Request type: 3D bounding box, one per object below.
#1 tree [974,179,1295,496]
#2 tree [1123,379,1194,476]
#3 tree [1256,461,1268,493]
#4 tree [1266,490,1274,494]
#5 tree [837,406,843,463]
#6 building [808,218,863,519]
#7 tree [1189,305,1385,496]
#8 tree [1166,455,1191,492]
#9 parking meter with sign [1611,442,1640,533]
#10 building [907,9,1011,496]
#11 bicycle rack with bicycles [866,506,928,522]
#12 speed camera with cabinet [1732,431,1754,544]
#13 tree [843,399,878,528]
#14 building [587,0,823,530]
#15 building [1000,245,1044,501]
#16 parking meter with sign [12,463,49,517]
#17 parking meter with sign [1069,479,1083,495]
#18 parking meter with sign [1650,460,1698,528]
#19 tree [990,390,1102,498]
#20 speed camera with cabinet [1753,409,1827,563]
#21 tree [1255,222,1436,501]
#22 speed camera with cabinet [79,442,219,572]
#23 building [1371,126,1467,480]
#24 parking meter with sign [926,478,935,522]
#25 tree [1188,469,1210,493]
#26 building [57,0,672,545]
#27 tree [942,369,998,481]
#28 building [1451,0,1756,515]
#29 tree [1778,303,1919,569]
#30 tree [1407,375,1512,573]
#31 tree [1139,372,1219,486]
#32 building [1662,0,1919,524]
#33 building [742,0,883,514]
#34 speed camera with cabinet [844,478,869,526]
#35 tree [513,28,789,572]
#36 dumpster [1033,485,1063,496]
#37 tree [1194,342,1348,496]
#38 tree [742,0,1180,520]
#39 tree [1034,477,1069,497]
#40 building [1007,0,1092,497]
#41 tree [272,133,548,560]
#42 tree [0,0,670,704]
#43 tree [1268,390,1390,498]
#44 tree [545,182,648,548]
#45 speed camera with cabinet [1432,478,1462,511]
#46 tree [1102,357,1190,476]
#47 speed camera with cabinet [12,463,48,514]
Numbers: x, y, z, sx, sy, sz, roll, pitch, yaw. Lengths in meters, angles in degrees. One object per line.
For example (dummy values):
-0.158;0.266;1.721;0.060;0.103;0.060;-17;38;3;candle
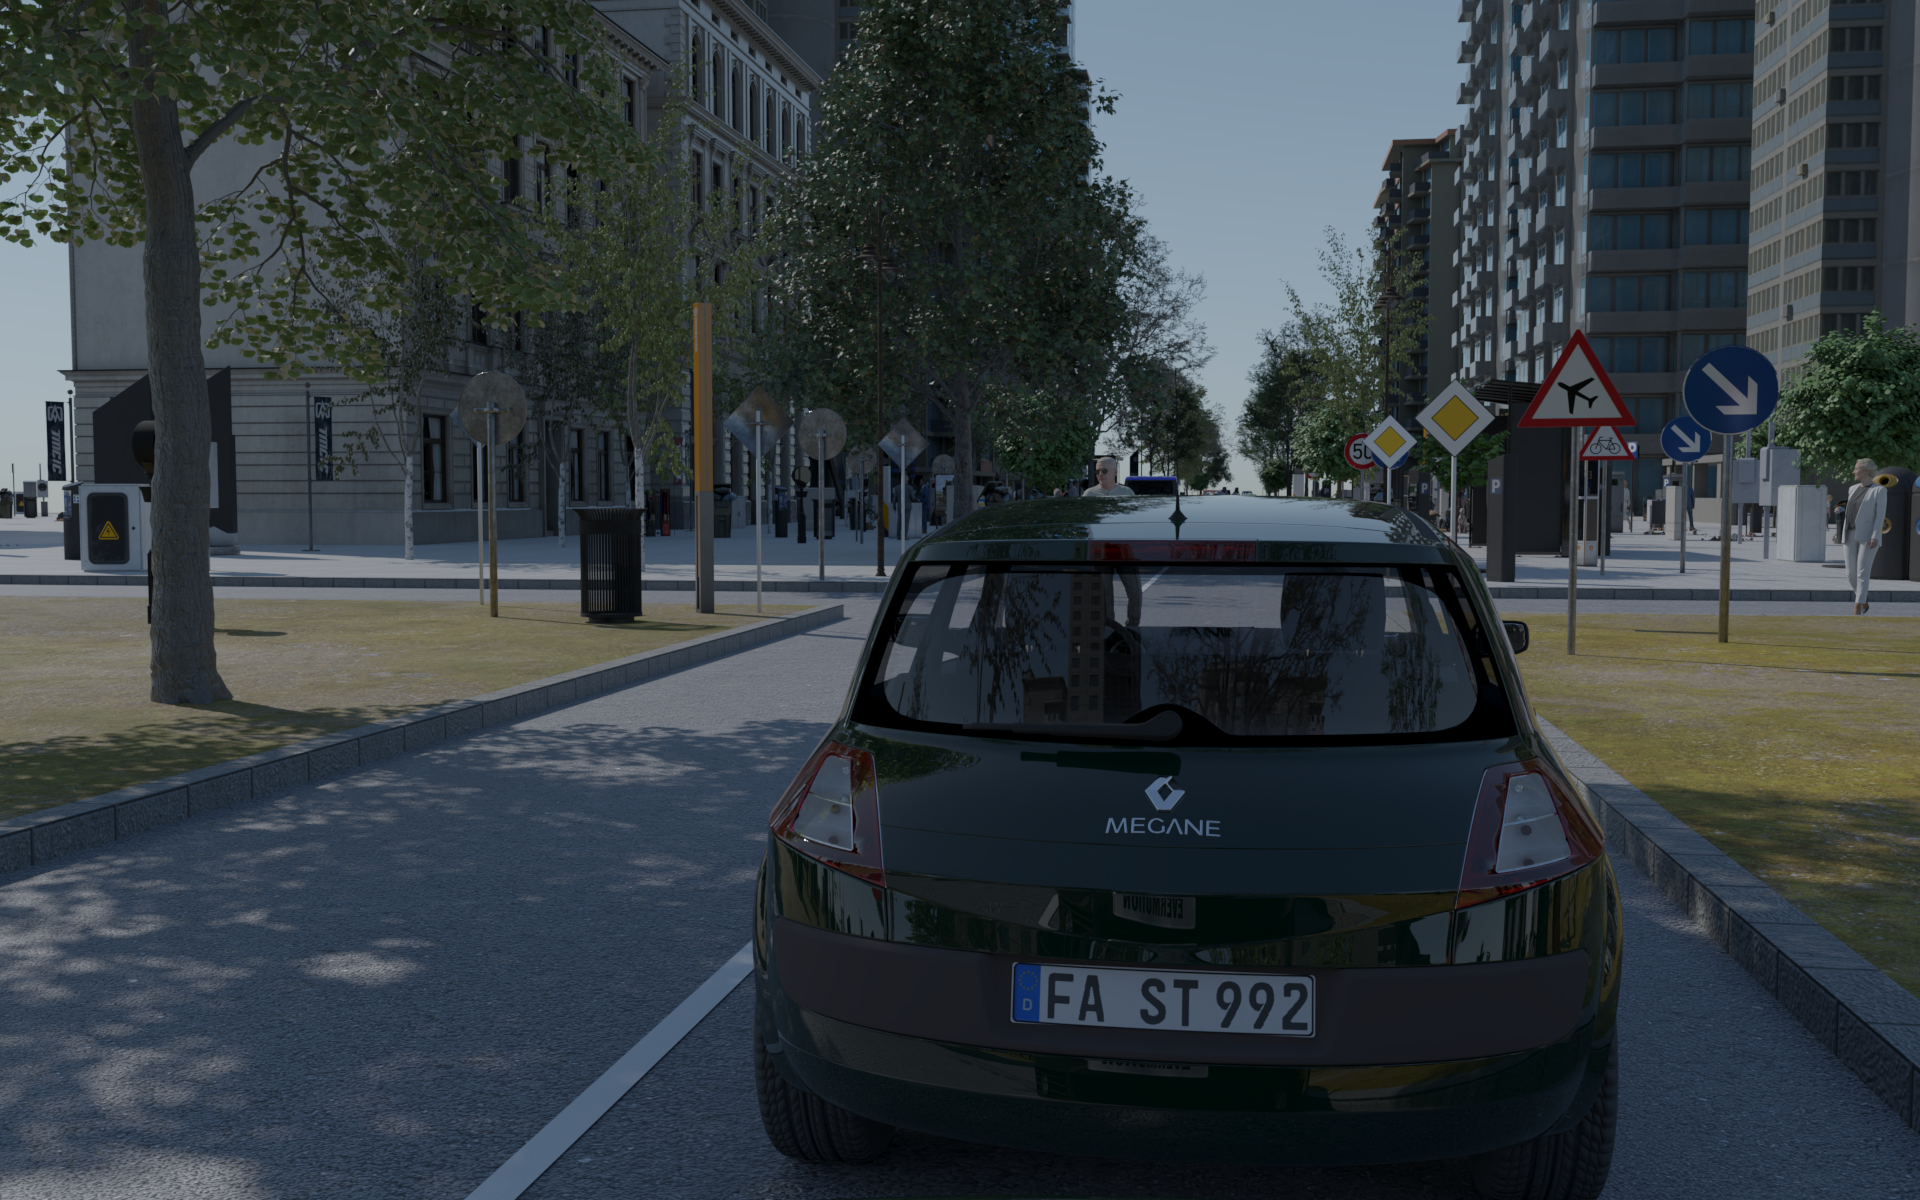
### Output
5.215;-9.637;67.934;12.009;13.543;11.850;0;3;0;tree
16.959;-13.269;142.709;9.928;11.665;9.643;0;3;0;tree
25.237;-9.406;137.503;4.285;4.588;4.351;0;3;0;tree
41.687;-14.587;233.092;1.663;3.219;1.824;0;3;0;tree
-6.420;-6.468;56.108;4.737;8.622;4.395;0;3;0;tree
-13.621;-13.625;90.213;16.820;18.784;16.811;1;4;9;building
17.210;-9.187;84.621;7.601;10.594;8.767;-3;5;-41;tree
25.417;-15.085;196.996;4.360;8.622;3.978;0;3;0;tree
21.630;-3.746;57.513;1.738;3.016;0.543;-1;4;-17;parking meter with sign
-7.359;-29.815;142.099;22.147;44.769;28.867;1;4;9;building
-2.711;-3.704;73.936;2.925;0.926;2.852;0;4;-6;bicycle rack with bicycles
20.822;-3.042;44.074;2.038;3.252;0.660;3;4;36;speed camera with cabinet
-4.253;-7.023;65.186;4.737;8.622;4.395;0;3;0;tree
-13.142;-14.833;71.402;11.050;23.489;19.941;1;4;9;building
-0.946;-31.890;213.278;32.217;40.220;23.993;1;4;9;building
-52.901;-6.257;98.556;1.738;3.016;0.543;-2;4;-24;parking meter with sign
5.998;-5.671;88.977;1.738;3.016;0.543;0;4;-6;parking meter with sign
27.062;-4.249;65.733;1.738;3.016;0.543;-1;4;-16;parking meter with sign
2.393;-4.009;49.264;4.285;4.588;4.351;0;3;0;tree
16.013;-2.383;33.290;0.660;3.252;2.038;0;4;6;speed camera with cabinet
10.671;-5.860;46.168;4.737;8.622;4.395;0;3;0;tree
-13.440;-2.101;28.686;2.038;3.252;0.660;0;4;-7;speed camera with cabinet
62.373;-33.922;209.245;22.147;44.769;28.867;1;4;9;building
-1.216;-5.152;80.493;1.738;3.016;0.543;-2;4;-26;parking meter with sign
29.527;-14.123;214.626;4.285;4.588;4.351;0;3;0;tree
-16.855;-11.479;52.305;10.561;19.102;19.286;1;4;9;building
0.782;-9.107;99.269;4.360;8.622;3.978;0;3;0;tree
52.519;-31.868;140.653;23.786;49.044;30.456;1;4;9;building
15.795;-2.838;30.119;4.285;4.588;4.351;0;3;0;tree
8.226;-2.059;28.271;1.663;3.219;1.824;0;3;0;tree
20.153;-14.862;161.124;7.486;12.596;7.792;0;3;0;tree
49.830;-23.543;76.801;32.217;40.220;23.993;1;4;9;building
-16.780;-26.004;117.050;32.217;40.220;23.993;1;4;9;building
-4.194;-4.650;70.363;0.660;3.252;2.038;1;4;9;speed camera with cabinet
-5.052;-4.775;28.427;4.737;8.622;4.395;0;3;0;tree
4.047;-4.877;82.238;1.502;2.255;1.985;1;4;9;dumpster
22.950;-11.676;116.664;9.928;11.665;9.643;0;3;0;tree
-0.024;-7.272;35.913;9.611;12.733;9.660;0;3;0;tree
2.977;-3.847;57.493;1.663;3.219;1.824;0;3;0;tree
7.822;-56.633;238.620;22.319;86.520;31.000;1;4;9;building
-10.920;-5.102;33.774;4.360;8.622;3.978;0;3;0;tree
-5.138;-5.628;10.148;7.486;12.596;7.792;0;3;0;tree
11.781;-4.248;53.174;4.285;4.588;4.351;0;3;0;tree
-9.548;-5.575;41.516;4.360;8.622;3.978;0;3;0;tree
26.716;-6.141;94.743;0.660;3.252;2.038;-2;4;-26;speed camera with cabinet
12.919;-11.076;115.501;7.601;10.594;8.767;1;4;10;tree
-59.783;-7.154;111.298;2.038;3.252;0.660;-3;5;-41;speed camera with cabinet
